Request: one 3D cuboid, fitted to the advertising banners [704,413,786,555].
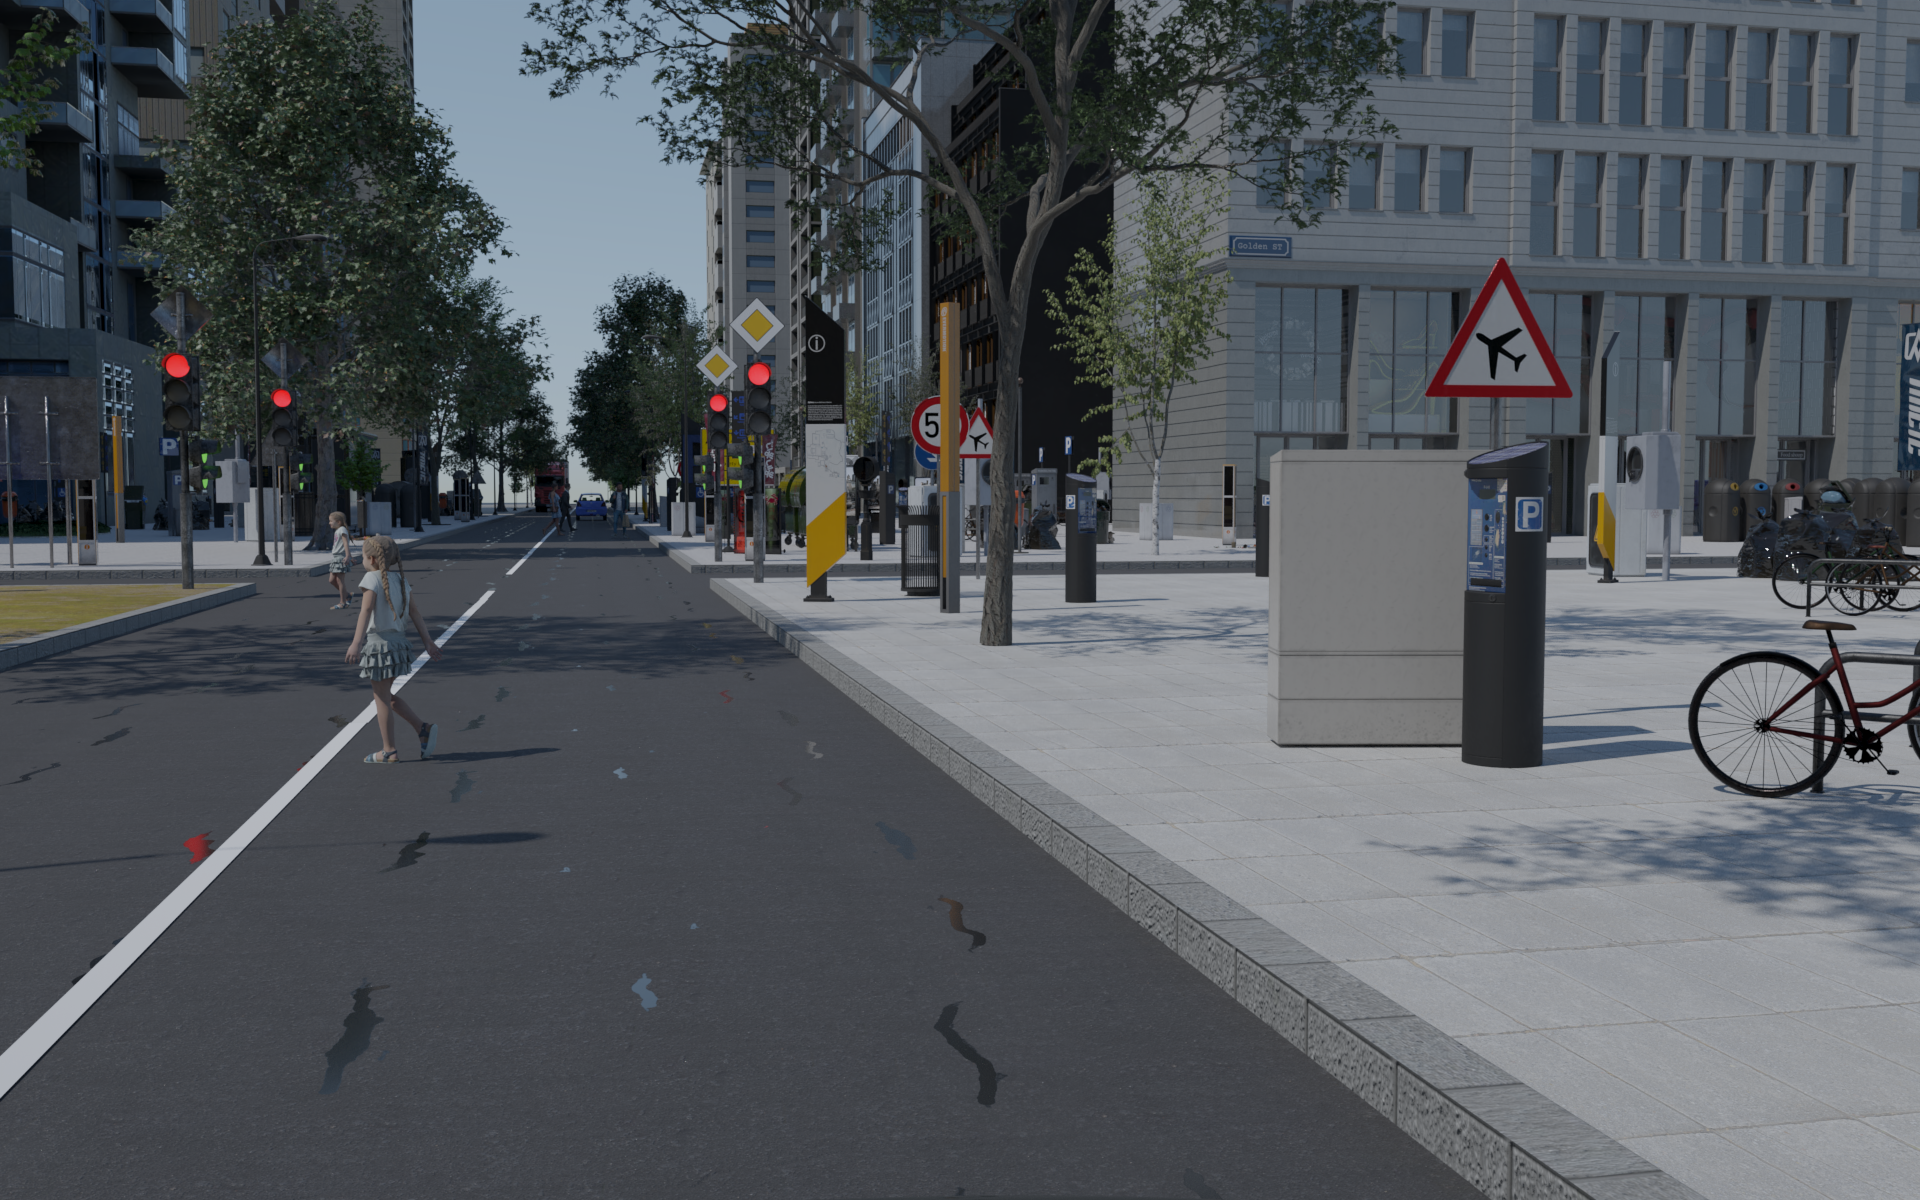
[{"bbox_3d":[-4.614,-2.496,36.999,2.074,3.025,0.090,2,4,29],"label":"advertising banners"}]

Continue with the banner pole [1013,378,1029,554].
[{"bbox_3d":[1.122,-2.905,37.520,0.863,3.779,0.401,3,5,42],"label":"banner pole"}]

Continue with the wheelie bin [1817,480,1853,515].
[{"bbox_3d":[20.113,-1.953,39.835,0.693,1.594,0.980,1,4,14],"label":"wheelie bin"}]

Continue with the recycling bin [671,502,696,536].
[{"bbox_3d":[-8.514,-2.495,53.344,0.722,1.027,0.722,-1,4,-9],"label":"recycling bin"}]

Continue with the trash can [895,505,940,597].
[{"bbox_3d":[-0.445,-0.625,21.869,0.748,1.137,0.748,0,3,0],"label":"trash can"}]

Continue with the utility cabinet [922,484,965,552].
[{"bbox_3d":[-0.377,-1.782,37.820,0.318,1.500,1.173,-3,4,-38],"label":"utility cabinet"}]

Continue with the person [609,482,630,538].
[{"bbox_3d":[-11.057,-2.936,56.488,0.794,1.824,0.713,1,4,11],"label":"person"}]

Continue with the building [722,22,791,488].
[{"bbox_3d":[-20.292,-41.812,225.624,21.231,58.520,28.212,-1,4,-12],"label":"building"}]

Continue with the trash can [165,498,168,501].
[{"bbox_3d":[-25.517,-2.745,56.539,0.748,1.137,0.748,0,3,0],"label":"trash can"}]

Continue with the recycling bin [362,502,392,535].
[{"bbox_3d":[-18.297,-2.551,54.266,0.722,1.027,0.722,-3,5,-43],"label":"recycling bin"}]

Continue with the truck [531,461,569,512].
[{"bbox_3d":[-33.071,-9.261,140.336,2.839,4.237,11.283,-1,4,-11],"label":"truck"}]

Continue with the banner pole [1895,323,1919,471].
[{"bbox_3d":[12.367,-1.965,22.144,0.401,3.779,0.863,-2,4,-27],"label":"banner pole"}]

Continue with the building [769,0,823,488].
[{"bbox_3d":[-6.609,-44.114,159.522,20.563,71.187,20.611,-1,4,-12],"label":"building"}]

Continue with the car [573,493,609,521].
[{"bbox_3d":[-20.272,-5.238,95.229,1.945,1.707,3.694,-1,4,-12],"label":"car"}]

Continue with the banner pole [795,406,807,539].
[{"bbox_3d":[-4.378,-3.634,49.426,0.401,3.779,0.863,-3,5,-39],"label":"banner pole"}]

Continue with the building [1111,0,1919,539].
[{"bbox_3d":[20.833,-17.084,56.815,29.804,29.767,11.434,-1,4,-12],"label":"building"}]

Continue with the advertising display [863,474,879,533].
[{"bbox_3d":[-2.757,-3.152,56.751,0.974,1.923,0.123,3,4,36],"label":"advertising display"}]

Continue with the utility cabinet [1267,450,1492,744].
[{"bbox_3d":[2.188,-0.011,8.854,1.173,1.500,0.318,0,4,-1],"label":"utility cabinet"}]

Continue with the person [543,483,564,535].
[{"bbox_3d":[-13.999,-3.120,59.614,0.778,1.811,0.616,0,4,-2],"label":"person"}]

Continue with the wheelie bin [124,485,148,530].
[{"bbox_3d":[-29.956,-3.359,62.834,0.980,1.594,0.693,-1,4,-13],"label":"wheelie bin"}]

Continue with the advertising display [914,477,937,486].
[{"bbox_3d":[-1.288,-3.639,64.710,0.974,1.923,0.123,3,4,36],"label":"advertising display"}]

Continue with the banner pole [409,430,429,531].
[{"bbox_3d":[-19.076,-4.349,61.116,0.401,3.779,0.863,2,4,34],"label":"banner pole"}]

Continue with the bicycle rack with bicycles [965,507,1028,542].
[{"bbox_3d":[0.170,-2.080,47.395,2.925,0.926,2.852,1,4,23],"label":"bicycle rack with bicycles"}]

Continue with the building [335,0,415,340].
[{"bbox_3d":[-81.367,-48.526,231.649,20.563,71.187,20.611,-1,4,-12],"label":"building"}]

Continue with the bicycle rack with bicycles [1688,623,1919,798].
[{"bbox_3d":[4.961,0.372,7.305,2.925,0.926,2.852,3,5,42],"label":"bicycle rack with bicycles"}]

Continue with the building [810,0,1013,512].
[{"bbox_3d":[0.390,-31.539,135.263,23.786,49.044,30.456,-1,4,-12],"label":"building"}]

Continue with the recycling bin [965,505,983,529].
[{"bbox_3d":[0.531,-3.091,63.085,0.722,1.027,0.722,0,4,-1],"label":"recycling bin"}]

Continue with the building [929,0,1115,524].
[{"bbox_3d":[6.077,-15.503,83.144,12.332,23.373,15.834,-1,4,-12],"label":"building"}]

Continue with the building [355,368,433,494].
[{"bbox_3d":[-79.148,-22.222,208.373,27.650,21.520,28.899,-1,4,-12],"label":"building"}]

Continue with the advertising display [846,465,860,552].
[{"bbox_3d":[-2.658,-2.044,38.634,0.974,1.923,0.123,2,4,35],"label":"advertising display"}]

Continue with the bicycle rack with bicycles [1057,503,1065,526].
[{"bbox_3d":[3.830,-3.406,69.077,2.925,0.926,2.852,-1,4,-18],"label":"bicycle rack with bicycles"}]

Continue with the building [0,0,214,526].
[{"bbox_3d":[-47.787,-46.811,78.032,22.319,86.520,31.000,-1,4,-12],"label":"building"}]

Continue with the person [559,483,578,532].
[{"bbox_3d":[-15.039,-3.553,66.372,0.755,1.850,0.659,-1,4,-12],"label":"person"}]

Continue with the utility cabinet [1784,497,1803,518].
[{"bbox_3d":[18.614,-1.686,38.730,0.306,1.237,1.020,1,4,22],"label":"utility cabinet"}]

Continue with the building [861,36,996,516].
[{"bbox_3d":[1.790,-17.297,100.832,12.078,24.808,19.932,-1,4,-12],"label":"building"}]

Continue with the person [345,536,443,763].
[{"bbox_3d":[-3.018,0.266,9.167,0.382,1.210,0.505,1,4,17],"label":"person"}]

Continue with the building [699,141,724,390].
[{"bbox_3d":[-22.757,-40.670,254.189,28.713,52.752,27.495,-1,4,-12],"label":"building"}]

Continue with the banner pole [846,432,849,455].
[{"bbox_3d":[-4.147,-4.376,61.570,0.401,3.779,0.863,-2,4,-32],"label":"banner pole"}]

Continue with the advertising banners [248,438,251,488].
[{"bbox_3d":[-21.132,-3.393,51.661,0.090,3.025,2.074,-1,4,-18],"label":"advertising banners"}]

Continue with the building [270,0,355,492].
[{"bbox_3d":[-60.170,-30.450,147.974,14.600,45.320,14.200,-1,4,-12],"label":"building"}]

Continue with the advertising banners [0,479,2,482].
[{"bbox_3d":[-21.358,-2.484,36.797,2.074,3.025,0.090,-1,4,-17],"label":"advertising banners"}]

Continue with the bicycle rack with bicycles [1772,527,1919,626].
[{"bbox_3d":[10.079,-0.301,18.297,2.925,0.926,2.852,3,5,45],"label":"bicycle rack with bicycles"}]

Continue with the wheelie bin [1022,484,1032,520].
[{"bbox_3d":[2.150,-2.871,54.843,0.693,1.594,0.980,1,4,21],"label":"wheelie bin"}]

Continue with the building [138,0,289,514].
[{"bbox_3d":[-59.148,-31.924,111.203,28.713,52.752,27.495,-1,4,-12],"label":"building"}]

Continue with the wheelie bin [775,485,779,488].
[{"bbox_3d":[-6.542,-3.379,63.155,0.693,1.594,0.980,-3,4,-39],"label":"wheelie bin"}]

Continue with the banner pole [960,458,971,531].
[{"bbox_3d":[0.129,-4.264,59.736,0.863,3.779,0.401,0,4,1],"label":"banner pole"}]

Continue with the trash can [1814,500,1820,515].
[{"bbox_3d":[21.611,-1.920,43.040,0.748,1.137,0.748,0,3,0],"label":"trash can"}]

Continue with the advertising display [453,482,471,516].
[{"bbox_3d":[-26.461,-5.318,92.162,0.974,1.923,0.123,-2,4,-32],"label":"advertising display"}]

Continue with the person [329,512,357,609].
[{"bbox_3d":[-7.648,-0.493,21.572,0.382,1.210,0.505,-2,4,-35],"label":"person"}]

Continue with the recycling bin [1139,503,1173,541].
[{"bbox_3d":[5.463,-2.179,48.185,0.722,1.027,0.722,-1,4,-21],"label":"recycling bin"}]

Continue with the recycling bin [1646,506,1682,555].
[{"bbox_3d":[14.961,-1.497,37.027,0.722,1.027,0.722,1,4,9],"label":"recycling bin"}]

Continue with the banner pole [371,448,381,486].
[{"bbox_3d":[-28.182,-5.692,83.073,0.863,3.779,0.401,-1,4,-15],"label":"banner pole"}]

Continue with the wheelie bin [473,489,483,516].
[{"bbox_3d":[-29.001,-5.847,103.504,0.980,1.594,0.693,-3,5,-42],"label":"wheelie bin"}]

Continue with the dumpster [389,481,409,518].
[{"bbox_3d":[-24.894,-4.366,77.148,1.264,1.857,1.865,-1,4,-12],"label":"dumpster"}]

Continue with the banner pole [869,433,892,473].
[{"bbox_3d":[-3.164,-4.930,70.626,0.863,3.779,0.401,-1,4,-11],"label":"banner pole"}]

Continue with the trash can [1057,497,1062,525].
[{"bbox_3d":[3.957,-3.723,72.530,0.748,1.137,0.748,0,3,0],"label":"trash can"}]

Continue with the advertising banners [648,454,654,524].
[{"bbox_3d":[-13.492,-4.868,75.781,0.090,3.025,2.074,0,4,-4],"label":"advertising banners"}]
